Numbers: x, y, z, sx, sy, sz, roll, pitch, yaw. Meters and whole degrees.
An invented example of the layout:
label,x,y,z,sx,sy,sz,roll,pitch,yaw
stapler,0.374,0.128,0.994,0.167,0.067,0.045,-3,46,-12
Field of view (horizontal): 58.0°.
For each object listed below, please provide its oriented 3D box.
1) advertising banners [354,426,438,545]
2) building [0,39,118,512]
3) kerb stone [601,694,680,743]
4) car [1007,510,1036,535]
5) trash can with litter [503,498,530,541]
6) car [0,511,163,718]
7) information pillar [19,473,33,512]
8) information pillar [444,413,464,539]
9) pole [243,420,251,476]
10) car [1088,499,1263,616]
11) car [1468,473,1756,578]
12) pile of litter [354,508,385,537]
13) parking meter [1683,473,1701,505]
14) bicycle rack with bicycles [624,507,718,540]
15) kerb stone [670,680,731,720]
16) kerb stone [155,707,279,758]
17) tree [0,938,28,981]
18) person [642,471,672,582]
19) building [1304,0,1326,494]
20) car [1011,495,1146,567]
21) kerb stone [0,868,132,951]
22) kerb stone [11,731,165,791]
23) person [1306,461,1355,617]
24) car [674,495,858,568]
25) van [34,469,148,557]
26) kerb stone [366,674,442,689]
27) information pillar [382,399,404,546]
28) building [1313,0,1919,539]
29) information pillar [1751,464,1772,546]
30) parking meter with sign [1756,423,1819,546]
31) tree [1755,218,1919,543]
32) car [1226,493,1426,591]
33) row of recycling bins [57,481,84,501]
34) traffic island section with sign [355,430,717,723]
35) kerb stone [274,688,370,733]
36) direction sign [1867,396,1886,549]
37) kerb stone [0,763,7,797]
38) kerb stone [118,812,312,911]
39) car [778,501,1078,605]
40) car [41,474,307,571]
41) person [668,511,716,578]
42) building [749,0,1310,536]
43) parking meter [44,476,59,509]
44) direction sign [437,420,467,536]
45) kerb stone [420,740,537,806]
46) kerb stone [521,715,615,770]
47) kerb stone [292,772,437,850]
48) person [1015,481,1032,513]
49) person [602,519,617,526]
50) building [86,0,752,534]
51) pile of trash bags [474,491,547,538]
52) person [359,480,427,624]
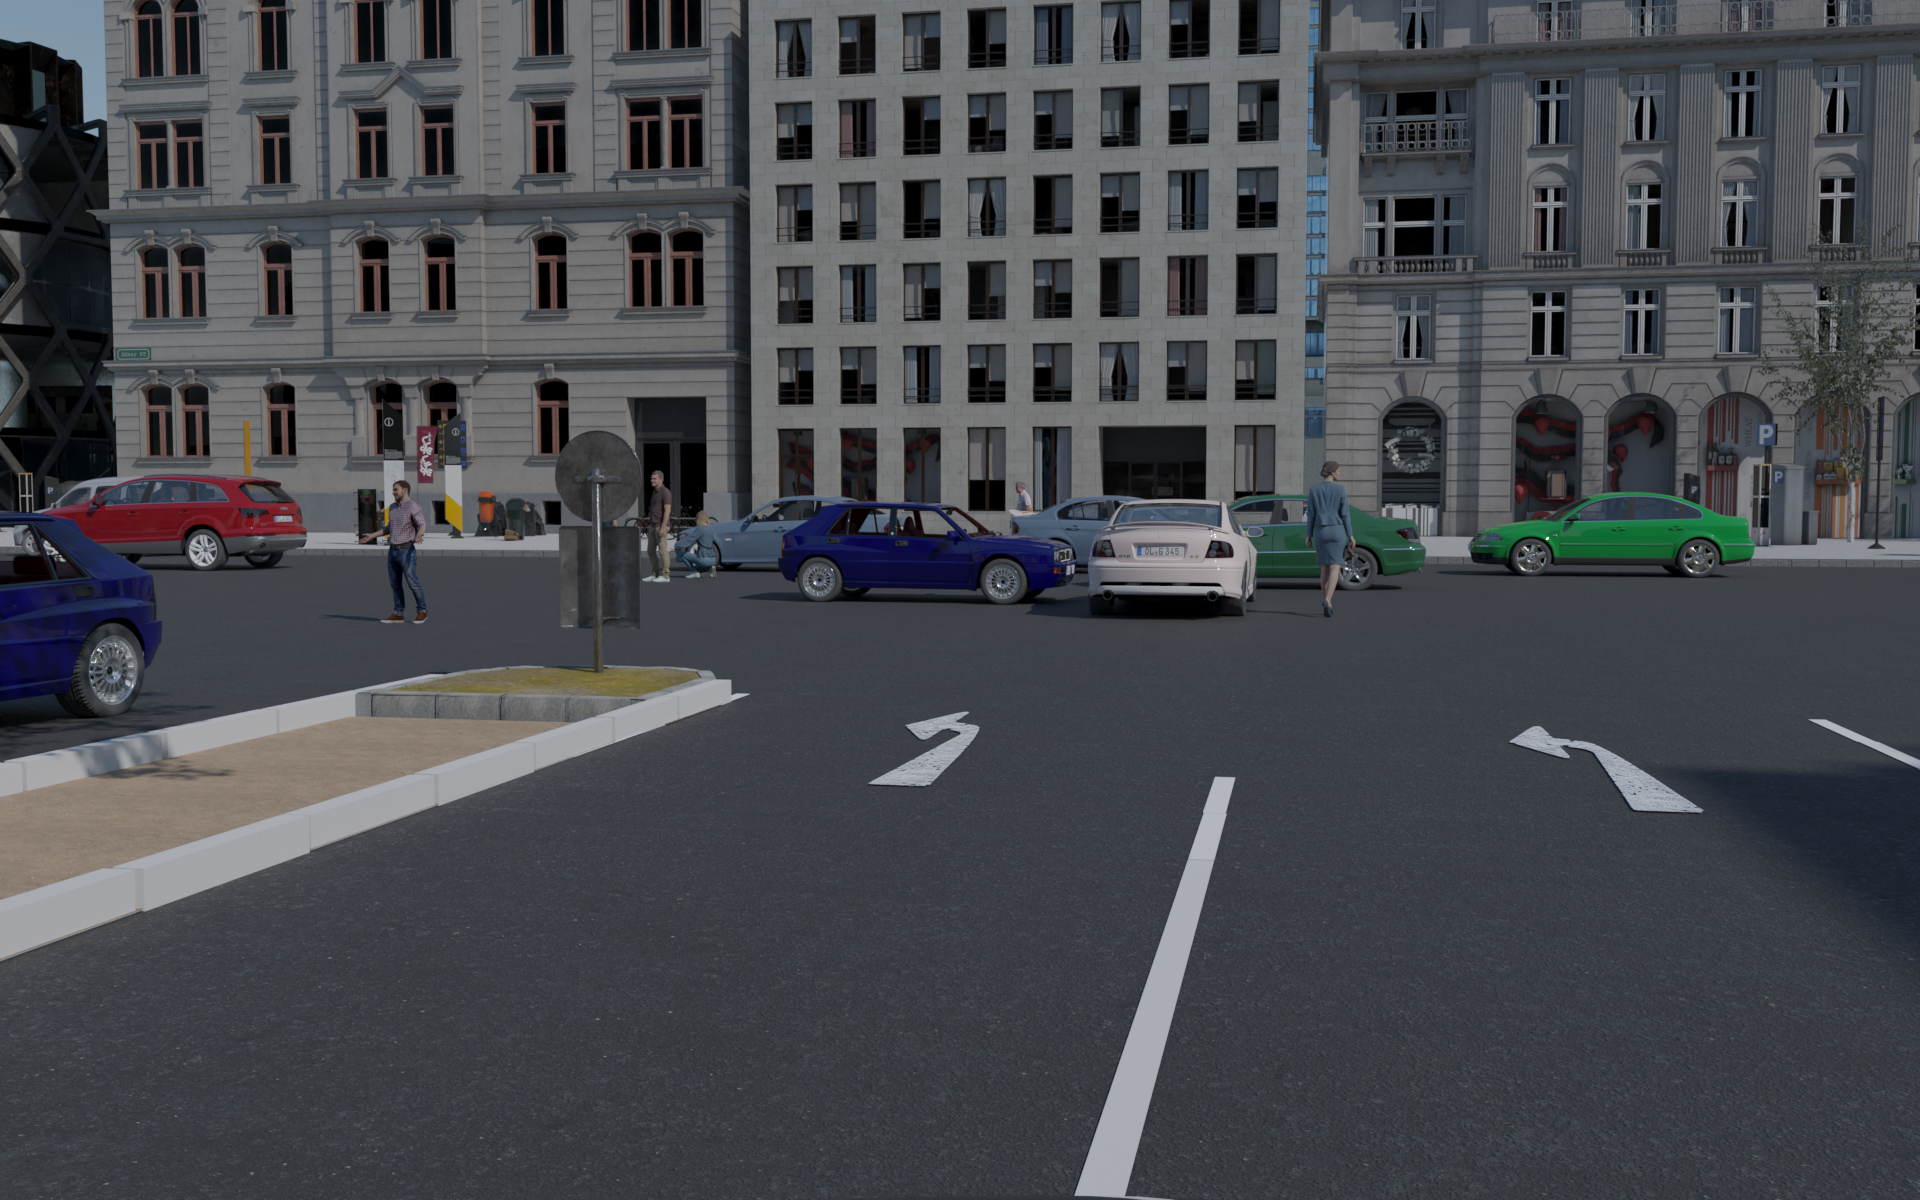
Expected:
label,x,y,z,sx,sy,sz,roll,pitch,yaw
advertising banners,-14.355,-2.932,44.131,2.074,3.025,0.090,-2,4,-24
building,-41.451,-12.380,69.873,16.811,18.784,16.820,1,4,11
kerb stone,-1.945,0.717,10.474,0.120,0.150,1.000,1,4,11
car,3.325,-1.328,34.069,4.827,1.381,2.083,1,4,13
trash can with litter,-12.213,-2.217,47.629,0.624,1.170,1.055,0,4,-5
car,-6.566,0.154,10.064,1.945,1.354,3.894,1,4,13
information pillar,-32.715,-3.437,60.686,0.304,2.012,0.304,0,4,7
information pillar,-14.570,-3.576,49.822,0.504,3.616,0.183,-2,4,-34
pole,-19.727,-3.312,47.990,0.158,3.312,0.155,0,3,0
car,2.740,-0.579,21.825,2.083,1.381,4.827,1,4,12
car,11.438,-1.333,30.587,4.718,1.807,1.959,1,4,11
pile of litter,-17.851,-2.368,52.675,1.176,0.858,1.719,0,4,-5
parking meter,20.347,-2.597,48.172,0.399,1.863,0.255,-1,4,-10
bicycle rack with bicycles,-8.253,-2.184,49.095,2.925,0.926,2.852,-1,4,-20
kerb stone,-1.738,0.656,11.478,0.120,0.150,1.000,1,4,11
kerb stone,-4.221,0.757,9.816,0.120,0.150,1.000,1,4,11
tree,-3.356,-4.672,4.606,9.928,11.665,9.643,0,3,0
person,-4.943,-1.200,28.248,0.434,1.807,0.598,-1,4,-22
building,52.736,-55.126,213.975,31.000,86.520,22.319,1,4,11
car,3.106,-1.198,31.584,4.499,1.417,2.014,1,4,11
kerb stone,-2.976,1.025,5.437,0.120,0.150,1.000,1,4,11
kerb stone,-4.432,0.819,8.800,0.120,0.150,1.000,1,4,11
person,4.311,-0.722,20.334,0.581,1.822,0.654,3,4,36
car,-3.119,-1.247,32.395,4.499,1.417,2.014,1,4,12
van,-19.923,-2.040,40.358,4.112,2.044,2.013,1,4,12
kerb stone,-3.806,0.634,11.824,0.120,0.150,1.000,1,4,11
information pillar,-14.038,-3.153,42.899,0.504,3.616,0.183,-1,4,-22
building,23.467,-13.045,55.091,24.055,21.916,13.314,1,4,11
information pillar,19.649,-2.323,42.479,0.304,2.012,0.304,-1,4,-9
parking meter with sign,20.708,-2.875,43.273,1.738,3.016,0.543,-2,4,-26
tree,23.375,-5.830,45.684,4.360,8.622,3.978,0,3,0
car,4.648,-0.912,26.718,4.920,1.459,2.131,1,4,10
row of recycling bins,-27.984,-2.953,55.397,1.069,1.692,3.534,-1,4,-13
traffic island section with sign,-2.720,-0.228,11.856,2.006,1.907,1.989,1,4,11
kerb stone,-4.014,0.697,10.820,0.120,0.150,1.000,1,4,11
direction sign,21.455,-2.963,40.436,0.379,3.537,0.876,1,4,21
kerb stone,-4.637,0.885,7.795,0.120,0.150,1.000,1,4,11
kerb stone,-2.758,0.965,6.442,0.120,0.150,1.000,1,4,11
car,-0.411,-0.663,23.416,3.894,1.354,1.945,1,4,13
car,-15.319,-1.514,33.434,5.304,1.827,2.281,1,4,12
person,-4.553,-0.950,29.538,0.738,1.151,1.012,2,4,35
building,2.810,-12.354,56.735,16.860,20.320,10.420,1,4,11
parking meter,-29.461,-3.091,56.251,0.399,1.863,0.255,0,4,-6
direction sign,-15.618,-3.751,53.328,0.876,3.537,0.379,-2,4,-33
kerb stone,-2.355,0.843,8.457,0.120,0.150,1.000,1,4,11
kerb stone,-2.156,0.781,9.463,0.120,0.150,1.000,1,4,11
kerb stone,-2.565,0.907,7.453,0.120,0.150,1.000,1,4,11
person,1.270,-1.657,36.524,0.436,1.711,0.756,0,4,-4
person,-6.782,-1.270,33.182,0.435,1.345,0.340,-1,4,-10
building,-16.682,-16.797,62.028,23.554,28.519,14.401,1,4,11
pile of trash bags,-13.803,-2.605,52.341,1.912,1.369,3.447,0,4,4
person,-6.183,-0.533,19.169,0.963,1.587,0.435,2,4,25
